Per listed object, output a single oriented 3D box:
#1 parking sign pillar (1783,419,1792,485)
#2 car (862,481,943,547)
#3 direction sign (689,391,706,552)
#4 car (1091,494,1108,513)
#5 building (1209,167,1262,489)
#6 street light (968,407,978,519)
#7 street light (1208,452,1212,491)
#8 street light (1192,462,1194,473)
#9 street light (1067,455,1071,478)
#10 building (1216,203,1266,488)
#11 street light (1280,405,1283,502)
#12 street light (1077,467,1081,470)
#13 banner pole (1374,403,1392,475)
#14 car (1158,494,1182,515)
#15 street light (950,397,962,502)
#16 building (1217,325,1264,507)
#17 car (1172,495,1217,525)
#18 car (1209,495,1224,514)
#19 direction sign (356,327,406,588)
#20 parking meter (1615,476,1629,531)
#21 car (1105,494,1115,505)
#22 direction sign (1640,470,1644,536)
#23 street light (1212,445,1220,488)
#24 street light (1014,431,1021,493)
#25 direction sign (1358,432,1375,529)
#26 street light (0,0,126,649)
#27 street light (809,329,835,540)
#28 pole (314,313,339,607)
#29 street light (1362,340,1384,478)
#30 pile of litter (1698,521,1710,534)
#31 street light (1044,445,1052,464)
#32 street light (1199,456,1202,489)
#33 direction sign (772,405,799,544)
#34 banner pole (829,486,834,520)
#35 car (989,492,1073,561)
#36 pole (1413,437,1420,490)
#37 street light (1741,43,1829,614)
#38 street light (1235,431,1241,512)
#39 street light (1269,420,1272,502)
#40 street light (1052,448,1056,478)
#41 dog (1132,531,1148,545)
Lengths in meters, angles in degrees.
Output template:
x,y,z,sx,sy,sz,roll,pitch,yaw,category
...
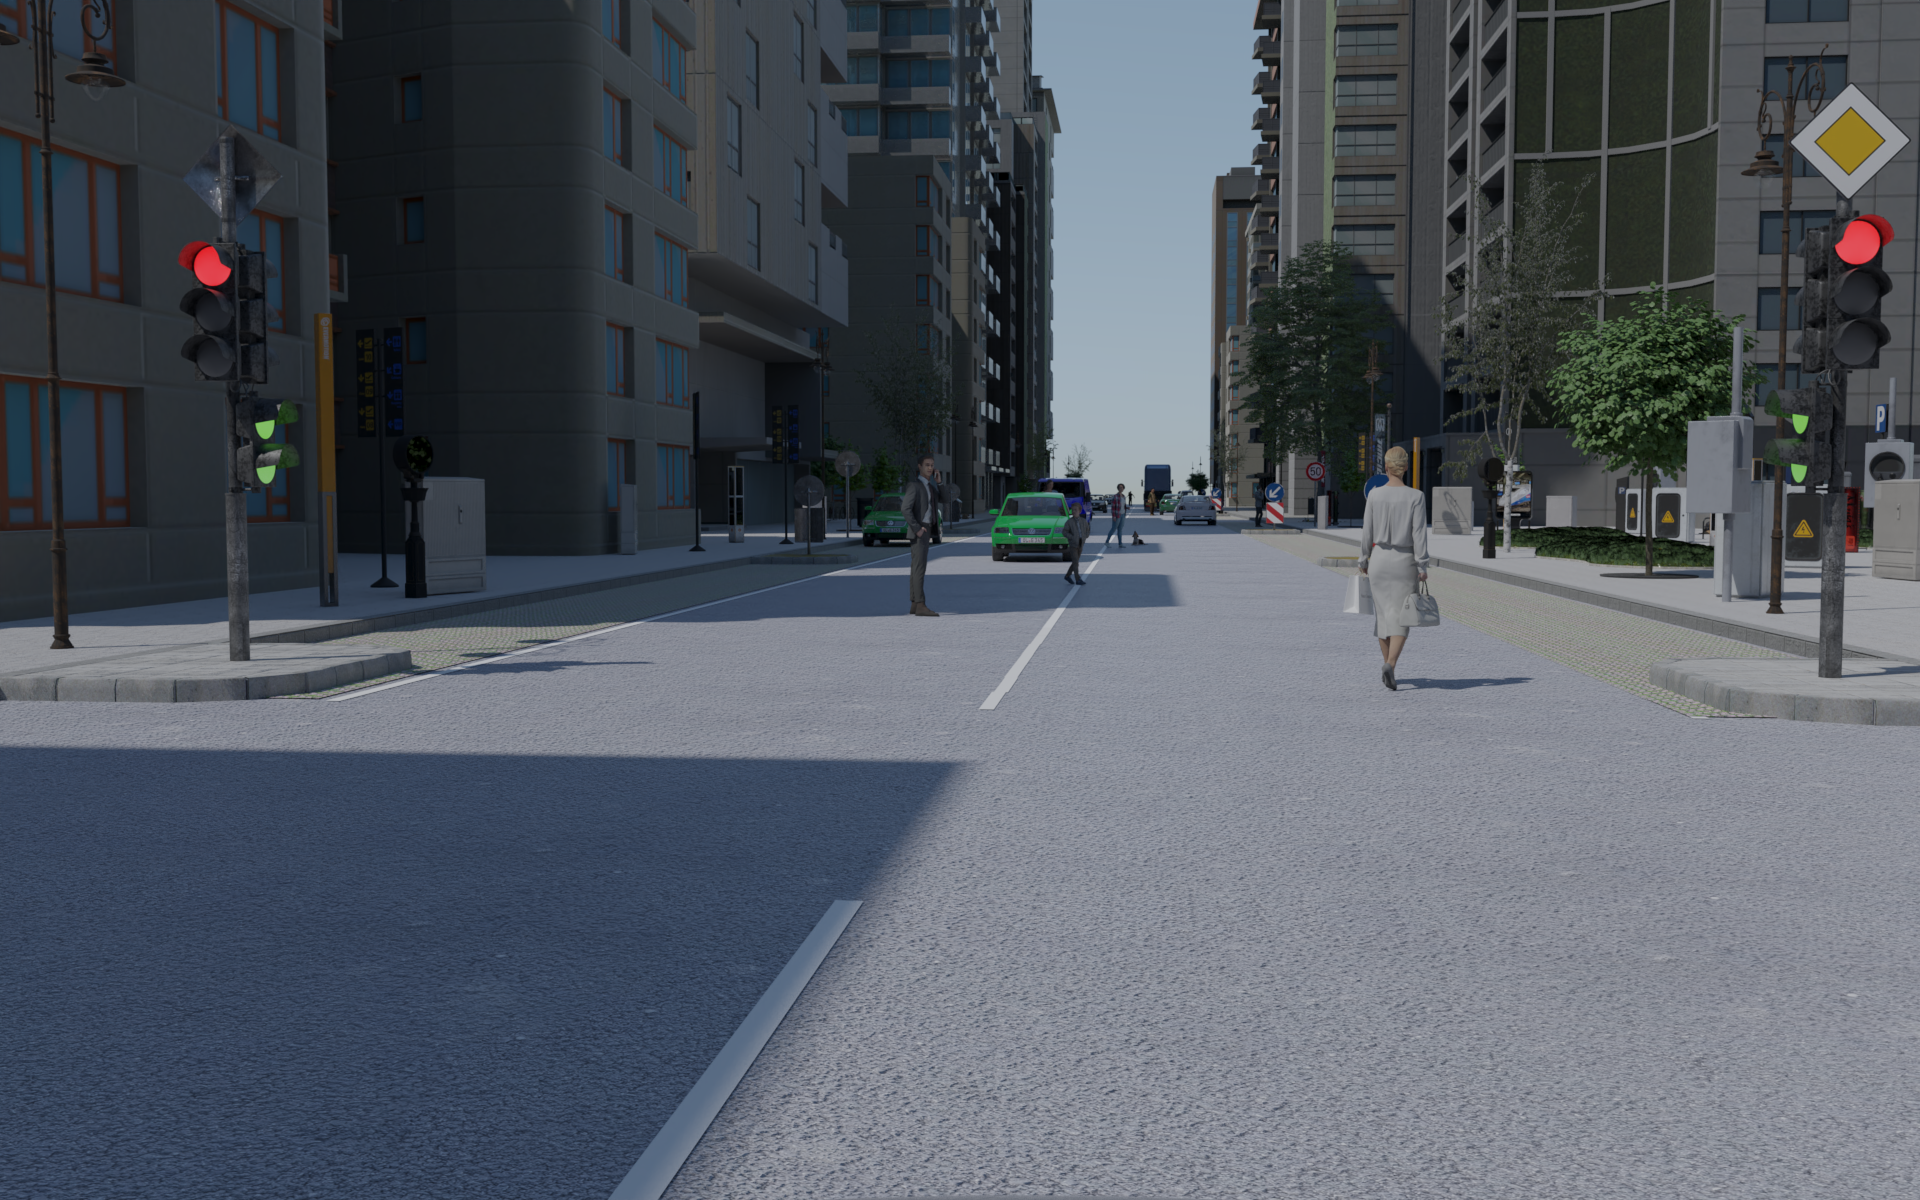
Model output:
x,y,z,sx,sy,sz,roll,pitch,yaw,category
29.491,-4.421,60.753,1.447,3.967,1.447,0,4,6,parking sign pillar
-1.577,-2.417,48.314,1.959,1.807,4.718,0,4,7,car
-5.885,-2.857,38.704,0.379,3.537,0.876,-1,4,-16,direction sign
10.296,-7.450,131.591,2.009,1.686,4.222,0,4,7,car
41.487,-35.869,236.560,14.600,45.320,14.200,0,4,6,building
0.678,-7.200,90.509,0.468,5.910,1.993,0,4,6,street light
25.517,-12.442,176.217,0.468,5.910,1.993,0,4,6,street light
32.851,-16.626,244.618,0.468,5.910,1.993,0,4,6,street light
12.922,-14.274,206.162,0.468,5.910,1.993,0,4,6,street light
48.591,-32.062,216.092,32.217,40.220,23.993,0,4,6,building
15.987,-6.935,86.172,0.468,5.910,1.993,0,4,6,street light
16.477,-16.343,239.993,0.468,5.910,1.993,0,4,6,street light
11.653,-3.528,47.701,0.863,3.779,0.401,-3,4,-39,banner pole
14.606,-6.536,118.666,2.131,1.459,4.920,0,4,8,car
-0.212,-6.704,82.402,0.468,5.910,1.993,0,4,6,street light
42.960,-21.142,190.714,27.650,21.520,28.899,0,4,6,building
10.946,-4.178,80.676,2.083,1.381,4.827,0,4,5,car
17.793,-6.751,122.961,1.945,1.354,3.894,0,4,6,car
-7.931,-1.943,23.767,0.876,3.537,0.379,2,4,28,direction sign
21.671,-3.119,56.704,0.399,1.863,0.255,2,4,33,parking meter
17.931,-12.073,207.187,2.009,1.686,4.222,0,4,7,car
18.938,-3.428,48.052,0.379,3.537,0.876,3,4,36,direction sign
23.950,-11.506,160.902,0.468,5.910,1.993,0,4,6,street light
4.168,-9.280,124.516,0.468,5.910,1.993,0,4,6,street light
14.951,-4.382,63.649,0.379,3.537,0.876,-2,4,-32,direction sign
-7.462,-2.534,14.212,0.468,5.910,1.993,0,4,6,street light
-3.856,-4.645,48.733,0.468,5.910,1.993,0,4,6,street light
-7.198,-1.579,19.665,0.158,3.312,0.155,0,3,0,pole
12.383,-4.850,52.079,0.468,5.910,1.993,0,4,6,street light
24.479,-2.524,55.236,1.719,0.858,1.176,1,4,21,pile of litter
7.862,-11.354,158.430,0.468,5.910,1.993,0,4,6,street light
29.134,-14.502,209.889,0.468,5.910,1.993,0,4,6,street light
-4.448,-3.196,44.246,0.876,3.537,0.379,2,4,35,direction sign
-6.376,-5.799,84.831,0.863,3.779,0.401,3,4,37,banner pole
1.661,-1.803,38.277,1.959,1.807,4.718,0,4,4,car
16.458,-4.198,62.477,0.158,3.312,0.155,0,3,0,pole
8.747,-2.790,18.409,0.468,5.910,1.993,0,4,6,street light
20.365,-9.446,127.227,0.468,5.910,1.993,0,4,6,street light
16.793,-7.386,93.550,0.468,5.910,1.993,0,4,6,street light
9.286,-12.214,172.492,0.468,5.910,1.993,0,4,6,street light
5.057,-1.734,48.543,0.748,0.427,0.550,-1,4,-20,dog
